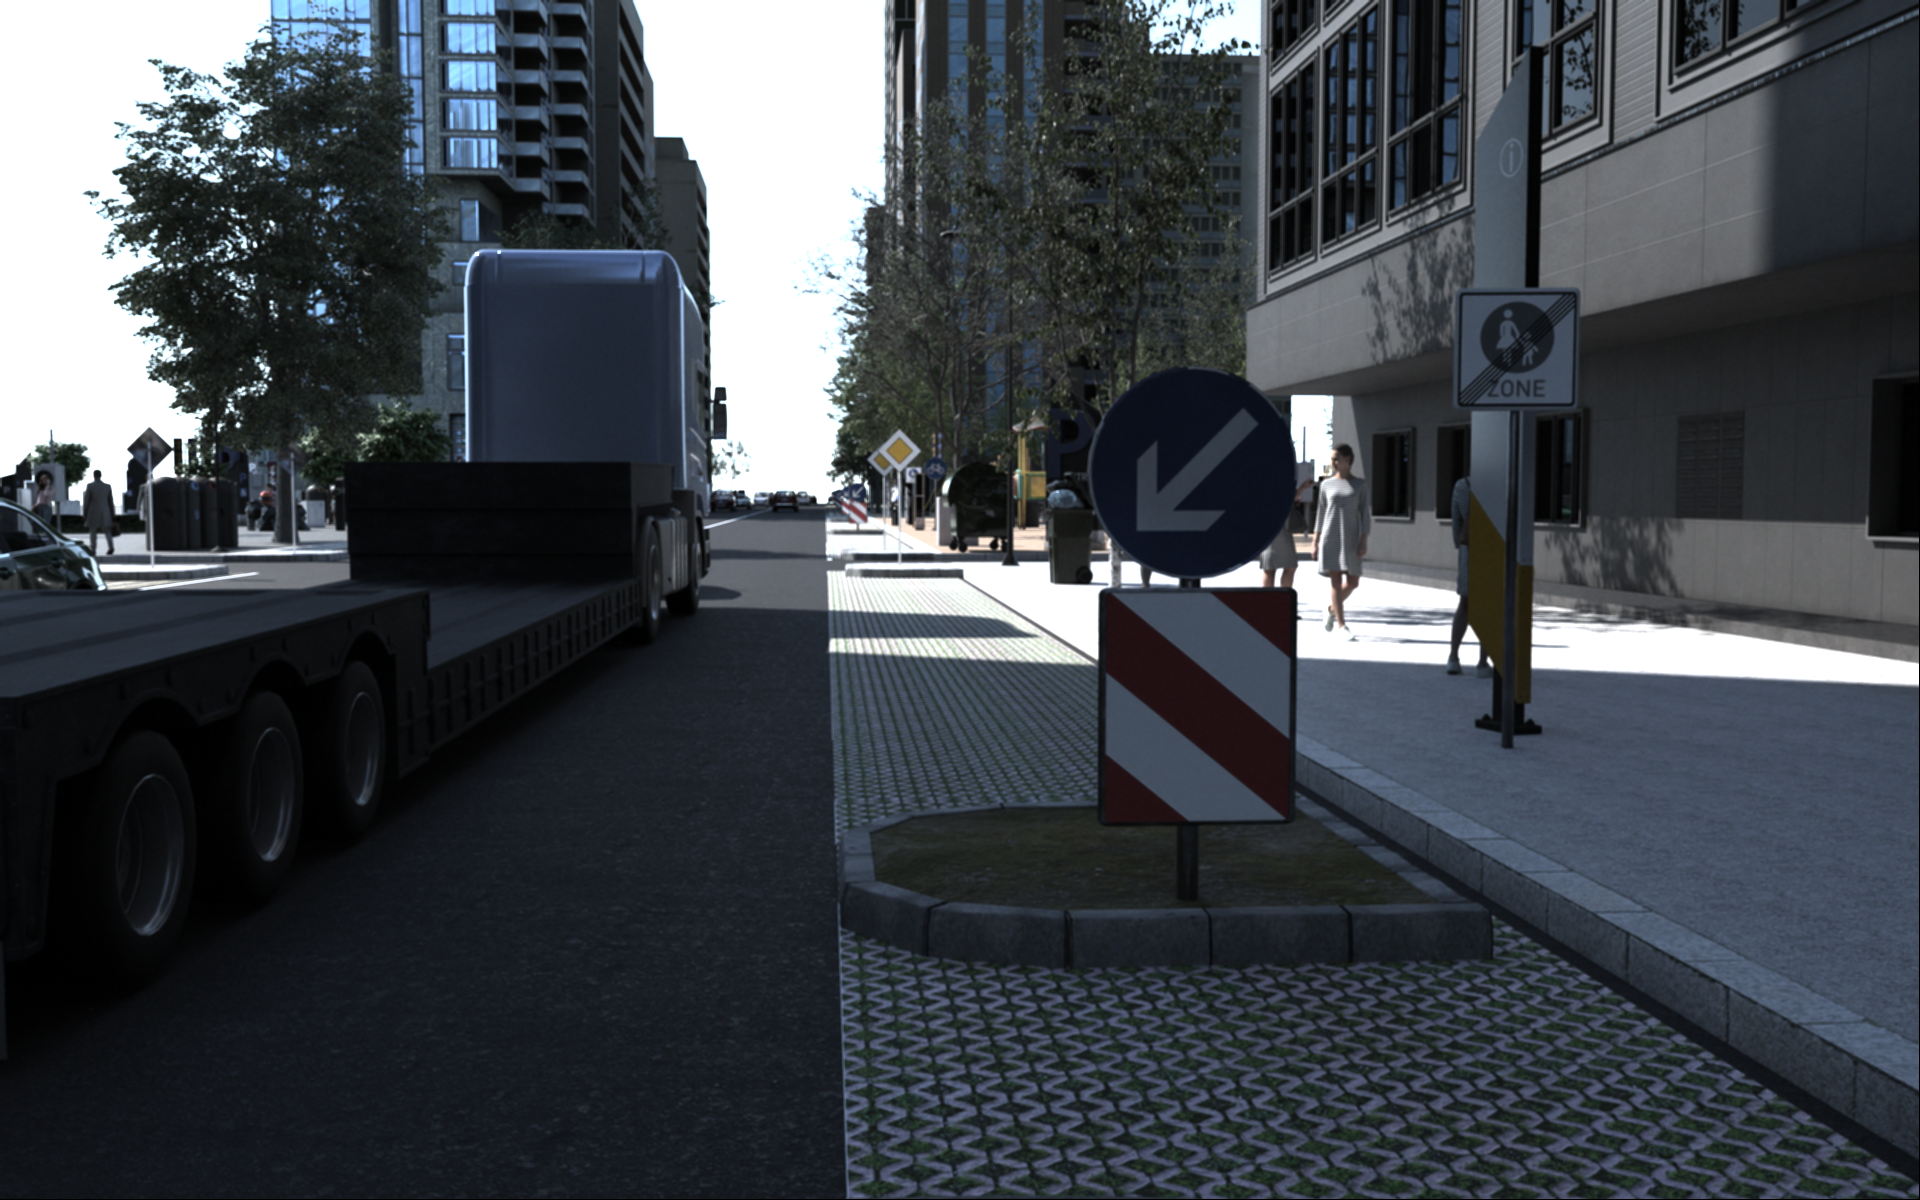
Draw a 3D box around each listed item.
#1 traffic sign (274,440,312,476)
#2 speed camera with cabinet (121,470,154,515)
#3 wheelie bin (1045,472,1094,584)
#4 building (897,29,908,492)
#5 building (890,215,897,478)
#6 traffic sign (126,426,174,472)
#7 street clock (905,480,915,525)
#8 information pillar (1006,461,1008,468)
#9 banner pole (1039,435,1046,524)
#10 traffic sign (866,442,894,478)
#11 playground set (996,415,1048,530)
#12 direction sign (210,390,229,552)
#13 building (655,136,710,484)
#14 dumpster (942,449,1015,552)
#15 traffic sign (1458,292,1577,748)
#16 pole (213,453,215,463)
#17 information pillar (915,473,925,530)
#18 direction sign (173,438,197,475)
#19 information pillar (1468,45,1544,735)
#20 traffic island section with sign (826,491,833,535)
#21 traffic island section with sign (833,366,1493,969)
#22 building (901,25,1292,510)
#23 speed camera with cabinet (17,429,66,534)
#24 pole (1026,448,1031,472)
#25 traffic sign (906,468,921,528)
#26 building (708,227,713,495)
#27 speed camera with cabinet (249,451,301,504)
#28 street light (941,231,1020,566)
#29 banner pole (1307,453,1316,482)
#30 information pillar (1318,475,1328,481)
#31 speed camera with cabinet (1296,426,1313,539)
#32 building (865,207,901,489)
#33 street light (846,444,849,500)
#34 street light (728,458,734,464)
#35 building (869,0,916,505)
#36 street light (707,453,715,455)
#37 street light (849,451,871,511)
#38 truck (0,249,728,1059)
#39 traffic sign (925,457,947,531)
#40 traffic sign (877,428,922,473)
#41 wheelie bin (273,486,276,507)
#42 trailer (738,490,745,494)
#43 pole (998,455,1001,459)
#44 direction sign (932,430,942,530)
[{"bbox_3d":[-14.527,-2.173,37.711,0.795,2.593,0.064,0,4,-4],"label":"traffic sign"},{"bbox_3d":[-49.540,-6.748,104.659,2.038,3.252,0.660,-1,4,-15],"label":"speed camera with cabinet"},{"bbox_3d":[1.568,-1.034,24.819,0.693,1.594,0.980,0,4,-5],"label":"wheelie bin"},{"bbox_3d":[1.161,-31.534,165.686,14.600,45.320,14.200,0,4,-4],"label":"building"},{"bbox_3d":[-0.315,-24.984,180.194,14.160,30.474,14.107,0,4,-4],"label":"building"},{"bbox_3d":[-13.908,-1.686,29.750,0.795,2.593,0.064,0,4,-4],"label":"traffic sign"},{"bbox_3d":[-2.037,-4.139,72.239,0.471,2.002,0.358,1,4,16],"label":"street clock"},{"bbox_3d":[2.124,-5.141,75.410,0.183,3.616,0.504,1,4,21],"label":"information pillar"},{"bbox_3d":[3.540,-5.113,73.609,0.401,3.779,0.863,1,4,10],"label":"banner pole"},{"bbox_3d":[-1.670,-2.232,38.687,0.795,2.593,0.064,0,4,-4],"label":"traffic sign"},{"bbox_3d":[3.024,-4.637,62.592,5.302,4.214,5.637,0,4,-5],"label":"playground set"},{"bbox_3d":[-16.350,-2.821,38.123,0.379,3.537,0.876,-1,4,-22],"label":"direction sign"},{"bbox_3d":[-45.936,-37.547,237.594,21.300,48.544,21.600,0,4,-4],"label":"building"},{"bbox_3d":[0.410,-2.217,38.739,1.502,2.255,1.985,0,4,-4],"label":"dumpster"},{"bbox_3d":[2.767,-0.401,8.688,0.606,2.300,0.079,0,4,3],"label":"traffic sign"},{"bbox_3d":[-36.724,-5.605,85.488,0.158,3.312,0.155,0,3,0],"label":"pole"},{"bbox_3d":[-1.420,-3.484,61.448,0.304,2.012,0.304,1,4,9],"label":"information pillar"},{"bbox_3d":[-31.232,-4.764,69.885,0.876,3.537,0.379,-1,4,-15],"label":"direction sign"},{"bbox_3d":[2.948,-1.101,9.364,0.183,3.616,0.504,-1,4,-18],"label":"information pillar"},{"bbox_3d":[-3.747,-3.237,61.551,1.989,1.847,2.006,0,4,-4],"label":"traffic island section with sign"},{"bbox_3d":[0.564,0.151,6.155,1.989,1.847,2.006,0,4,-4],"label":"traffic island section with sign"},{"bbox_3d":[11.272,-27.855,147.307,32.217,40.220,23.993,0,4,-4],"label":"building"},{"bbox_3d":[-28.113,-3.539,52.193,2.038,3.252,0.660,0,4,2],"label":"speed camera with cabinet"},{"bbox_3d":[2.915,-5.028,76.059,0.158,3.312,0.155,0,3,0],"label":"pole"},{"bbox_3d":[-1.760,-3.887,65.687,0.606,2.300,0.079,0,4,-2],"label":"traffic sign"},{"bbox_3d":[-44.262,-35.026,256.268,14.154,41.232,14.086,0,4,-4],"label":"building"},{"bbox_3d":[-29.417,-4.898,74.413,2.038,3.252,0.660,-1,4,-17],"label":"speed camera with cabinet"},{"bbox_3d":[0.358,-3.563,30.791,1.470,5.913,1.316,0,4,-4],"label":"street light"},{"bbox_3d":[21.568,-7.134,106.661,0.863,3.779,0.401,-2,4,-30],"label":"banner pole"},{"bbox_3d":[14.273,-3.893,68.145,0.304,2.012,0.304,3,4,38],"label":"information pillar"},{"bbox_3d":[9.488,-3.442,50.604,0.660,3.252,2.038,-2,4,-24],"label":"speed camera with cabinet"},{"bbox_3d":[-3.065,-36.963,258.971,22.147,44.769,28.867,0,4,-4],"label":"building"},{"bbox_3d":[-9.755,-11.521,160.916,1.470,5.913,1.316,0,4,-4],"label":"street light"},{"bbox_3d":[-30.636,-15.489,225.787,1.470,5.913,1.316,0,4,-4],"label":"street light"},{"bbox_3d":[-1.839,-48.639,233.492,20.563,71.187,20.611,0,4,-4],"label":"building"},{"bbox_3d":[-28.558,-13.762,197.554,1.470,5.913,1.316,0,4,-4],"label":"street light"},{"bbox_3d":[-7.563,-9.795,132.692,1.470,5.913,1.316,0,4,-4],"label":"street light"},{"bbox_3d":[-3.967,-1.444,13.368,2.967,4.110,18.799,0,4,-3],"label":"truck"},{"bbox_3d":[-0.845,-3.677,60.228,0.768,2.556,0.104,0,3,0],"label":"traffic sign"},{"bbox_3d":[-1.051,-1.745,30.726,0.795,2.593,0.064,0,4,-4],"label":"traffic sign"},{"bbox_3d":[-27.139,-3.752,69.261,0.693,1.594,0.980,1,4,23],"label":"wheelie bin"},{"bbox_3d":[-29.460,-13.856,233.599,1.471,1.999,3.904,0,4,-6],"label":"trailer"},{"bbox_3d":[2.082,-5.914,90.542,0.158,3.312,0.155,0,3,0],"label":"pole"},{"bbox_3d":[-0.820,-4.258,61.618,0.379,3.537,0.876,-2,4,-25],"label":"direction sign"}]
